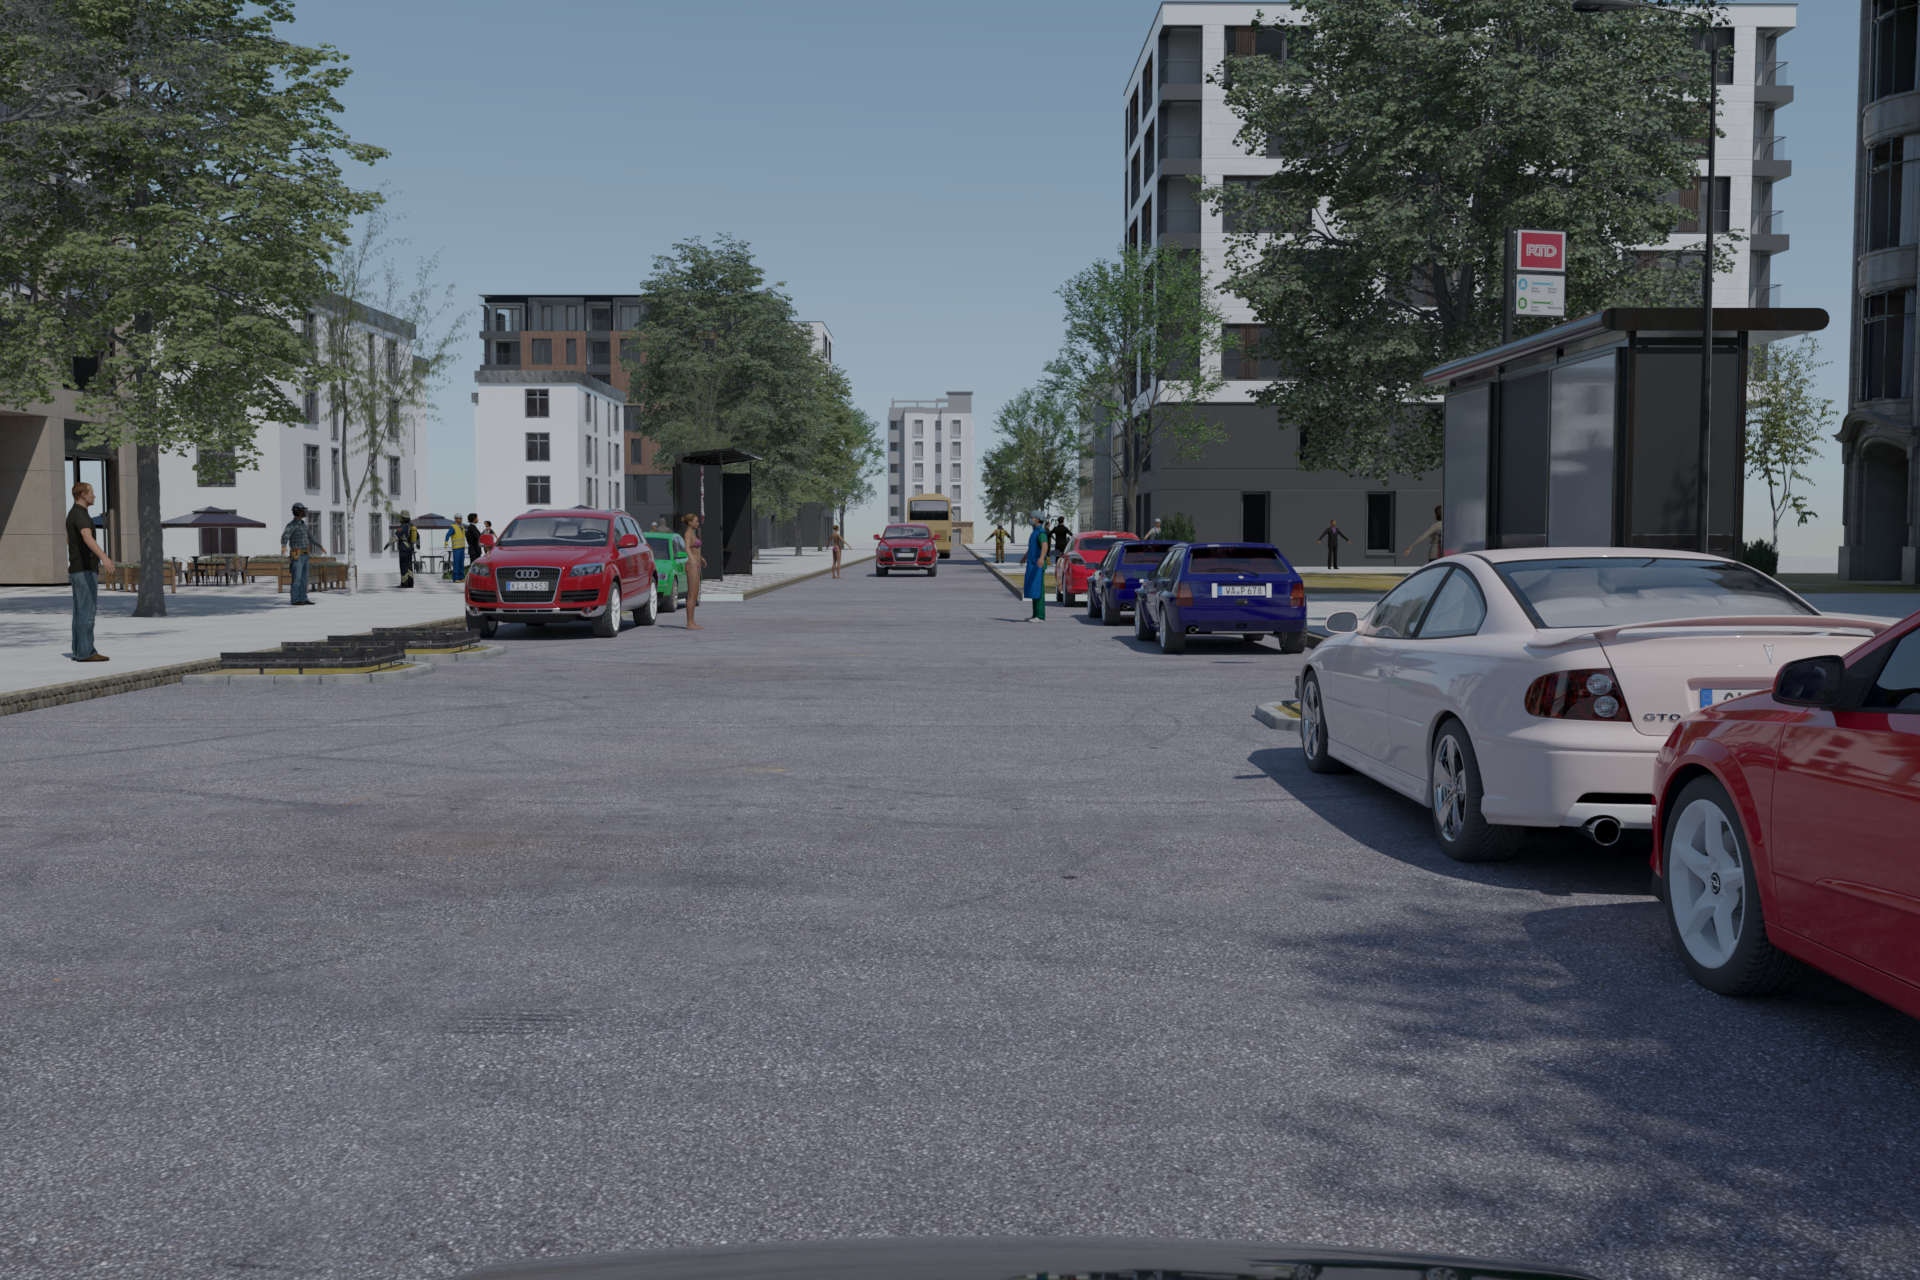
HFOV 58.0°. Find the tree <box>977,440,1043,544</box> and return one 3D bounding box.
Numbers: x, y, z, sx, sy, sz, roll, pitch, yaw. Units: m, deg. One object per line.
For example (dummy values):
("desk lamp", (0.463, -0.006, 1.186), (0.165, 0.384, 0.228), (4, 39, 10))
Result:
("tree", (7.179, -19.908, 232.151), (9.857, 13.997, 8.962), (0, 3, 0))

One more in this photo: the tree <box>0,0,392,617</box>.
("tree", (-12.839, -6.653, 26.908), (7.486, 12.596, 7.792), (0, 3, 0))

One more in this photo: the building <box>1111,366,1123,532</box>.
("building", (24.148, -20.133, 160.111), (19.493, 23.208, 18.063), (0, 4, 0))

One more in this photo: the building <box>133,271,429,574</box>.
("building", (-26.296, -7.788, 69.480), (9.099, 9.664, 28.070), (0, 3, 0))

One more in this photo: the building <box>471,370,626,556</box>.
("building", (-24.389, -9.839, 103.013), (9.099, 9.664, 28.070), (0, 4, -1))

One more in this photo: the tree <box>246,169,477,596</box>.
("tree", (-12.865, -5.222, 35.738), (4.360, 8.622, 3.978), (0, 3, 0))

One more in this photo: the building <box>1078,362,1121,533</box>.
("building", (22.311, -21.316, 179.437), (19.493, 23.208, 18.063), (0, 4, -1))

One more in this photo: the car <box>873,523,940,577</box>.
("car", (-1.808, -3.107, 59.473), (2.281, 1.827, 5.304), (0, 4, 0))

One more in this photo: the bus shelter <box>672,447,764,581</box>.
("bus shelter", (-6.915, -3.594, 50.053), (1.731, 3.624, 6.357), (0, 4, 1))

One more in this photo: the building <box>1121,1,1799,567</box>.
("building", (21.507, -14.638, 83.301), (27.936, 21.610, 32.646), (0, 4, -1))

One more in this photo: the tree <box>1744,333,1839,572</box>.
("tree", (26.459, -6.476, 56.238), (4.737, 8.622, 4.395), (0, 3, 0))

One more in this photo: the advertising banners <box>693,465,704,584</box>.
("advertising banners", (-6.597, -2.899, 43.586), (0.090, 3.025, 2.074), (0, 4, 1))

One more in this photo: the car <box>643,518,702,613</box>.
("car", (-6.057, -1.478, 32.962), (1.959, 1.807, 4.718), (0, 3, 0))

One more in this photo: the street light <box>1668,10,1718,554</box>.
("street light", (7.064, -2.604, 15.118), (1.470, 5.913, 1.316), (0, 4, 0))

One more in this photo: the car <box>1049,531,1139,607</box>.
("car", (2.928, -1.622, 35.567), (2.155, 1.783, 4.494), (0, 3, 0))

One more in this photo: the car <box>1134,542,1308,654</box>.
("car", (3.253, -0.583, 22.107), (1.945, 1.354, 3.894), (0, 4, -1))

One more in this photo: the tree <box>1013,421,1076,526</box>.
("tree", (5.247, -9.902, 112.255), (4.737, 8.622, 4.395), (0, 3, 0))

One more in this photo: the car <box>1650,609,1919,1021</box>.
("car", (3.237, 0.300, 4.131), (2.155, 1.783, 4.494), (0, 4, -1))

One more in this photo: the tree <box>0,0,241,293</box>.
("tree", (-12.515, -6.441, 15.674), (12.009, 13.543, 11.850), (0, 3, 0))

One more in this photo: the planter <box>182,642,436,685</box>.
("planter", (-6.418, 0.226, 17.437), (1.991, 0.319, 1.994), (0, 4, -1))

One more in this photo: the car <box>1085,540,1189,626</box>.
("car", (3.074, -0.973, 28.483), (1.945, 1.354, 3.894), (0, 4, -1))

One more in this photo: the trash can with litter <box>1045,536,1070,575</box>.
("trash can with litter", (3.283, -2.609, 53.723), (1.678, 1.210, 2.233), (0, 4, -1))

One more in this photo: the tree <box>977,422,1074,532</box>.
("tree", (5.681, -12.437, 137.765), (7.601, 10.594, 8.767), (3, 4, 36))

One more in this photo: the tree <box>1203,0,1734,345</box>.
("tree", (12.933, -11.620, 45.869), (12.611, 20.169, 13.585), (0, 3, 0))

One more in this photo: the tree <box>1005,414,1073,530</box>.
("tree", (5.331, -9.538, 106.308), (4.360, 8.622, 3.978), (0, 3, 0))

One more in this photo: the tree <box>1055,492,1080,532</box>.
("tree", (14.974, -17.415, 235.090), (4.737, 8.622, 4.395), (0, 3, 0))

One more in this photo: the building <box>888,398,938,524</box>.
("building", (-9.330, -22.865, 232.715), (11.380, 20.090, 16.016), (0, 4, -3))

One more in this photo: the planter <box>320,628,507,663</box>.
("planter", (-6.404, 0.057, 20.210), (1.991, 0.319, 1.994), (0, 4, -1))

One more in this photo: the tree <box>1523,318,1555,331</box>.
("tree", (19.161, -6.521, 56.974), (4.360, 8.622, 3.978), (0, 3, 0))

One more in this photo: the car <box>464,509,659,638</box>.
("car", (-5.779, -1.036, 25.607), (2.281, 1.827, 5.304), (0, 4, -1))

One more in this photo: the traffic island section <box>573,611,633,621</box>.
("traffic island section", (-6.488, -0.406, 29.499), (1.991, 0.108, 1.994), (0, 4, 0))

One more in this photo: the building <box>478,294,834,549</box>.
("building", (-27.057, -19.585, 164.182), (27.936, 21.610, 32.646), (0, 3, 0))

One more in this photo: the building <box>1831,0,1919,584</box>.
("building", (29.002, -12.878, 27.201), (14.369, 24.946, 33.146), (0, 4, 0))

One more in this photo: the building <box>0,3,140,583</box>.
("building", (-31.519, -13.774, 28.406), (19.350, 26.588, 34.151), (0, 4, 0))

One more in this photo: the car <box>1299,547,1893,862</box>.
("car", (3.048, 0.208, 8.968), (2.083, 1.381, 4.827), (0, 4, -1))

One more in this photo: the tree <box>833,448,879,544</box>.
("tree", (-16.226, -19.740, 233.125), (12.009, 13.543, 11.850), (0, 3, 0))

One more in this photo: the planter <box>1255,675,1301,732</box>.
("planter", (3.300, 0.487, 13.174), (1.991, 0.319, 1.994), (0, 3, 0))

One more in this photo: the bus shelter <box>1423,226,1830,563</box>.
("bus shelter", (6.951, -2.613, 20.361), (2.179, 5.291, 8.768), (0, 4, -1))
